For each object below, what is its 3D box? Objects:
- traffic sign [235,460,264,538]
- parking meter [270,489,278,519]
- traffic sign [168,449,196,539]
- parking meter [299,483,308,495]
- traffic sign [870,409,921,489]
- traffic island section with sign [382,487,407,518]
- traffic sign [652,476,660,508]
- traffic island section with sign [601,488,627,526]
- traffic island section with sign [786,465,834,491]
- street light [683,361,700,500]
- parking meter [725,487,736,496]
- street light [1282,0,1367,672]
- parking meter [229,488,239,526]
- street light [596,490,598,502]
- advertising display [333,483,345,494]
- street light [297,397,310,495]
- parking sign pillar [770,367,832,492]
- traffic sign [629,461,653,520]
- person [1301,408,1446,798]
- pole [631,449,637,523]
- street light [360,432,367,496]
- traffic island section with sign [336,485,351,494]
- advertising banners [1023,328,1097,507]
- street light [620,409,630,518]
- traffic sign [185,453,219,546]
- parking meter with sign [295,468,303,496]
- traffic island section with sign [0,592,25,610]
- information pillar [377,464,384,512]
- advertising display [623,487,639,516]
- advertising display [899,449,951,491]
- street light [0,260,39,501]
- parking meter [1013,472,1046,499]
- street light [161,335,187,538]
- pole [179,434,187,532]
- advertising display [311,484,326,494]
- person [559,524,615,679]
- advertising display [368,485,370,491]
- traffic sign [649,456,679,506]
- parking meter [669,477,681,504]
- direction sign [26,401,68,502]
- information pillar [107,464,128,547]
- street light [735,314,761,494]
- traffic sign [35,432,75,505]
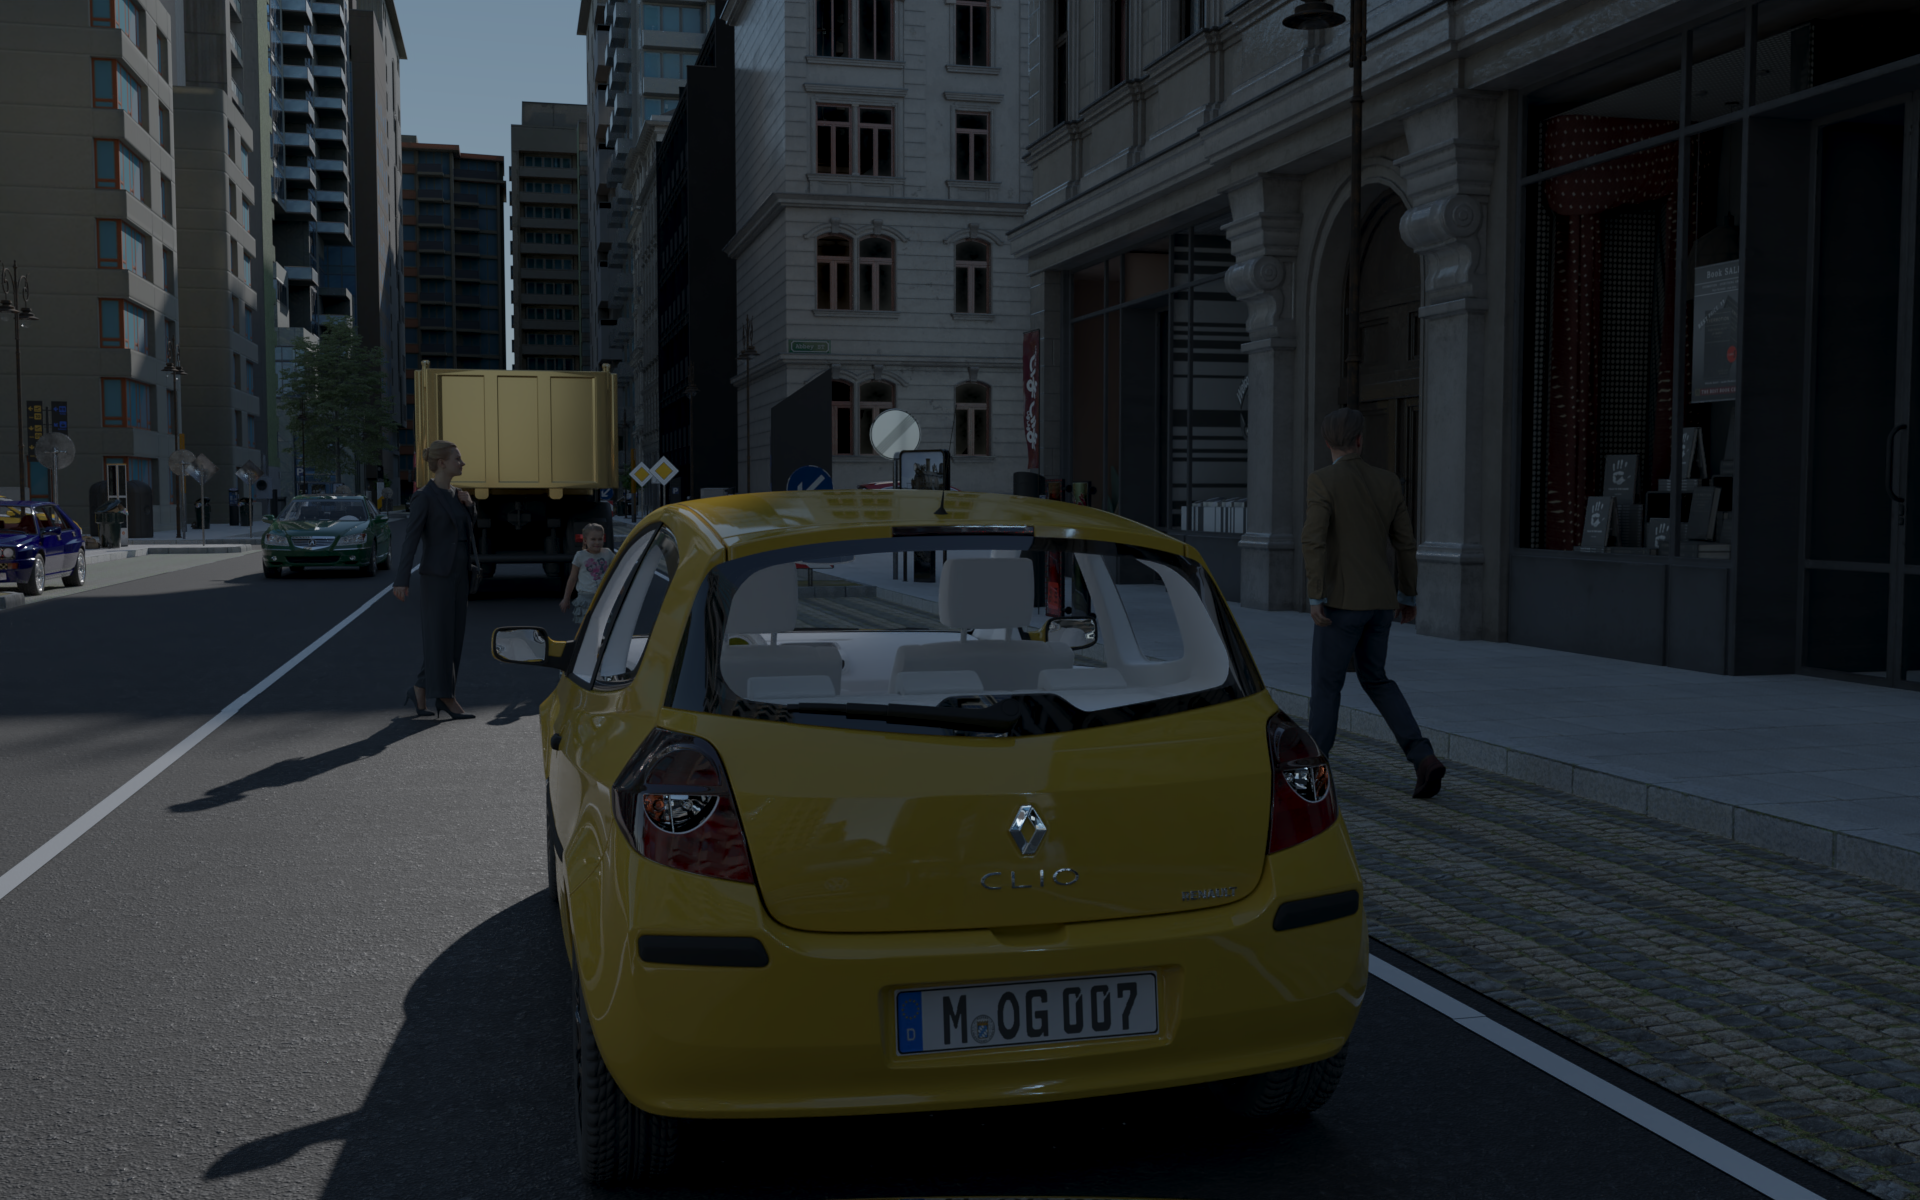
[{"bbox_3d":[-20.659,-2.861,50.416,0.795,2.450,0.064,-1,4,-14],"label":"traffic sign"},{"bbox_3d":[-35.848,-5.020,90.486,0.372,1.533,0.369,0,3,0],"label":"parking meter"},{"bbox_3d":[-22.124,-3.010,49.313,0.768,2.556,0.104,-1,4,-9],"label":"traffic sign"},{"bbox_3d":[-33.741,-5.098,89.062,0.255,1.863,0.399,2,4,26],"label":"parking meter"},{"bbox_3d":[-0.966,-1.579,25.918,0.768,2.556,0.104,0,4,-7],"label":"traffic sign"},{"bbox_3d":[-33.687,-5.716,102.089,1.989,1.847,2.006,-1,4,-14],"label":"traffic island section with sign"},{"bbox_3d":[-11.948,-4.079,68.821,0.606,2.300,0.079,-1,4,-13],"label":"traffic sign"},{"bbox_3d":[-15.907,-4.188,77.101,1.989,1.847,2.006,-1,4,-14],"label":"traffic island section with sign"},{"bbox_3d":[-2.351,-0.978,24.613,1.989,1.847,2.006,-1,4,-14],"label":"traffic island section with sign"},{"bbox_3d":[-9.307,-5.340,60.096,0.468,5.910,1.993,-1,4,-14],"label":"street light"},{"bbox_3d":[-7.883,-3.118,59.398,0.372,1.533,0.369,0,3,0],"label":"parking meter"},{"bbox_3d":[2.821,-2.421,12.368,0.468,5.910,1.993,-1,4,-14],"label":"street light"},{"bbox_3d":[-29.370,-3.771,70.062,0.372,1.533,0.369,0,3,0],"label":"parking meter"},{"bbox_3d":[-26.297,-9.328,125.304,0.468,5.910,1.993,-1,4,-14],"label":"street light"},{"bbox_3d":[-35.485,-5.734,98.961,0.974,1.923,0.123,2,4,35],"label":"advertising display"},{"bbox_3d":[-31.234,-6.706,82.430,0.468,5.910,1.993,-1,4,-14],"label":"street light"},{"bbox_3d":[-3.395,-2.968,36.994,1.447,3.967,1.447,-1,4,-10],"label":"parking sign pillar"},{"bbox_3d":[-9.766,-3.031,53.199,0.795,2.450,0.064,-1,4,-14],"label":"traffic sign"},{"bbox_3d":[1.895,0.016,8.146,0.836,1.842,0.656,2,4,31],"label":"person"},{"bbox_3d":[-14.638,-5.128,77.685,0.158,3.312,0.155,0,3,0],"label":"pole"},{"bbox_3d":[-39.525,-8.697,114.989,0.468,5.910,1.993,-1,4,-14],"label":"street light"},{"bbox_3d":[-26.810,-4.088,75.461,1.989,1.847,2.006,-1,4,-14],"label":"traffic island section with sign"},{"bbox_3d":[0.995,-1.326,17.874,0.090,3.025,2.074,-1,4,-17],"label":"advertising banners"},{"bbox_3d":[-17.884,-7.327,92.578,0.468,5.910,1.993,-1,4,-14],"label":"street light"},{"bbox_3d":[-18.661,-2.388,42.684,0.795,2.450,0.064,-1,4,-14],"label":"traffic sign"},{"bbox_3d":[-43.288,-7.182,113.681,0.543,3.016,1.738,-1,4,-21],"label":"parking meter with sign"},{"bbox_3d":[-12.899,-0.792,21.582,1.989,1.847,2.006,-1,4,-14],"label":"traffic island section with sign"},{"bbox_3d":[-41.056,-8.032,122.676,0.504,3.616,0.183,-3,5,-44],"label":"information pillar"},{"bbox_3d":[-19.647,-6.003,103.365,0.974,1.923,0.123,1,4,19],"label":"advertising display"},{"bbox_3d":[-0.513,-1.216,25.095,0.123,1.923,0.974,-3,5,-44],"label":"advertising display"},{"bbox_3d":[-18.657,-3.766,34.366,0.468,5.910,1.993,-1,4,-14],"label":"street light"},{"bbox_3d":[0.789,-0.691,19.708,0.372,1.533,0.369,0,3,0],"label":"parking meter"},{"bbox_3d":[-22.819,-4.748,50.417,0.468,5.910,1.993,-1,4,-14],"label":"street light"},{"bbox_3d":[-26.251,-3.955,58.513,0.158,3.312,0.155,0,3,0],"label":"pole"},{"bbox_3d":[-42.103,-6.636,113.716,0.123,1.923,0.974,3,4,37],"label":"advertising display"},{"bbox_3d":[-2.751,0.028,13.063,0.505,1.210,0.382,-3,4,-36],"label":"person"},{"bbox_3d":[-41.505,-7.123,121.676,0.123,1.923,0.974,-1,4,-17],"label":"advertising display"},{"bbox_3d":[-7.768,-2.558,45.467,0.795,2.450,0.064,-1,4,-14],"label":"traffic sign"},{"bbox_3d":[-9.891,-3.327,60.104,0.399,1.863,0.255,-1,4,-13],"label":"parking meter"},{"bbox_3d":[-22.189,-3.070,42.191,0.876,3.537,0.379,-2,4,-25],"label":"direction sign"},{"bbox_3d":[-20.450,-2.297,42.049,0.304,2.012,0.304,1,4,16],"label":"information pillar"},{"bbox_3d":[-5.465,-4.399,44.717,0.468,5.910,1.993,-1,4,-14],"label":"street light"},{"bbox_3d":[-18.601,-2.173,35.634,0.768,2.556,0.104,-1,4,-13],"label":"traffic sign"}]
